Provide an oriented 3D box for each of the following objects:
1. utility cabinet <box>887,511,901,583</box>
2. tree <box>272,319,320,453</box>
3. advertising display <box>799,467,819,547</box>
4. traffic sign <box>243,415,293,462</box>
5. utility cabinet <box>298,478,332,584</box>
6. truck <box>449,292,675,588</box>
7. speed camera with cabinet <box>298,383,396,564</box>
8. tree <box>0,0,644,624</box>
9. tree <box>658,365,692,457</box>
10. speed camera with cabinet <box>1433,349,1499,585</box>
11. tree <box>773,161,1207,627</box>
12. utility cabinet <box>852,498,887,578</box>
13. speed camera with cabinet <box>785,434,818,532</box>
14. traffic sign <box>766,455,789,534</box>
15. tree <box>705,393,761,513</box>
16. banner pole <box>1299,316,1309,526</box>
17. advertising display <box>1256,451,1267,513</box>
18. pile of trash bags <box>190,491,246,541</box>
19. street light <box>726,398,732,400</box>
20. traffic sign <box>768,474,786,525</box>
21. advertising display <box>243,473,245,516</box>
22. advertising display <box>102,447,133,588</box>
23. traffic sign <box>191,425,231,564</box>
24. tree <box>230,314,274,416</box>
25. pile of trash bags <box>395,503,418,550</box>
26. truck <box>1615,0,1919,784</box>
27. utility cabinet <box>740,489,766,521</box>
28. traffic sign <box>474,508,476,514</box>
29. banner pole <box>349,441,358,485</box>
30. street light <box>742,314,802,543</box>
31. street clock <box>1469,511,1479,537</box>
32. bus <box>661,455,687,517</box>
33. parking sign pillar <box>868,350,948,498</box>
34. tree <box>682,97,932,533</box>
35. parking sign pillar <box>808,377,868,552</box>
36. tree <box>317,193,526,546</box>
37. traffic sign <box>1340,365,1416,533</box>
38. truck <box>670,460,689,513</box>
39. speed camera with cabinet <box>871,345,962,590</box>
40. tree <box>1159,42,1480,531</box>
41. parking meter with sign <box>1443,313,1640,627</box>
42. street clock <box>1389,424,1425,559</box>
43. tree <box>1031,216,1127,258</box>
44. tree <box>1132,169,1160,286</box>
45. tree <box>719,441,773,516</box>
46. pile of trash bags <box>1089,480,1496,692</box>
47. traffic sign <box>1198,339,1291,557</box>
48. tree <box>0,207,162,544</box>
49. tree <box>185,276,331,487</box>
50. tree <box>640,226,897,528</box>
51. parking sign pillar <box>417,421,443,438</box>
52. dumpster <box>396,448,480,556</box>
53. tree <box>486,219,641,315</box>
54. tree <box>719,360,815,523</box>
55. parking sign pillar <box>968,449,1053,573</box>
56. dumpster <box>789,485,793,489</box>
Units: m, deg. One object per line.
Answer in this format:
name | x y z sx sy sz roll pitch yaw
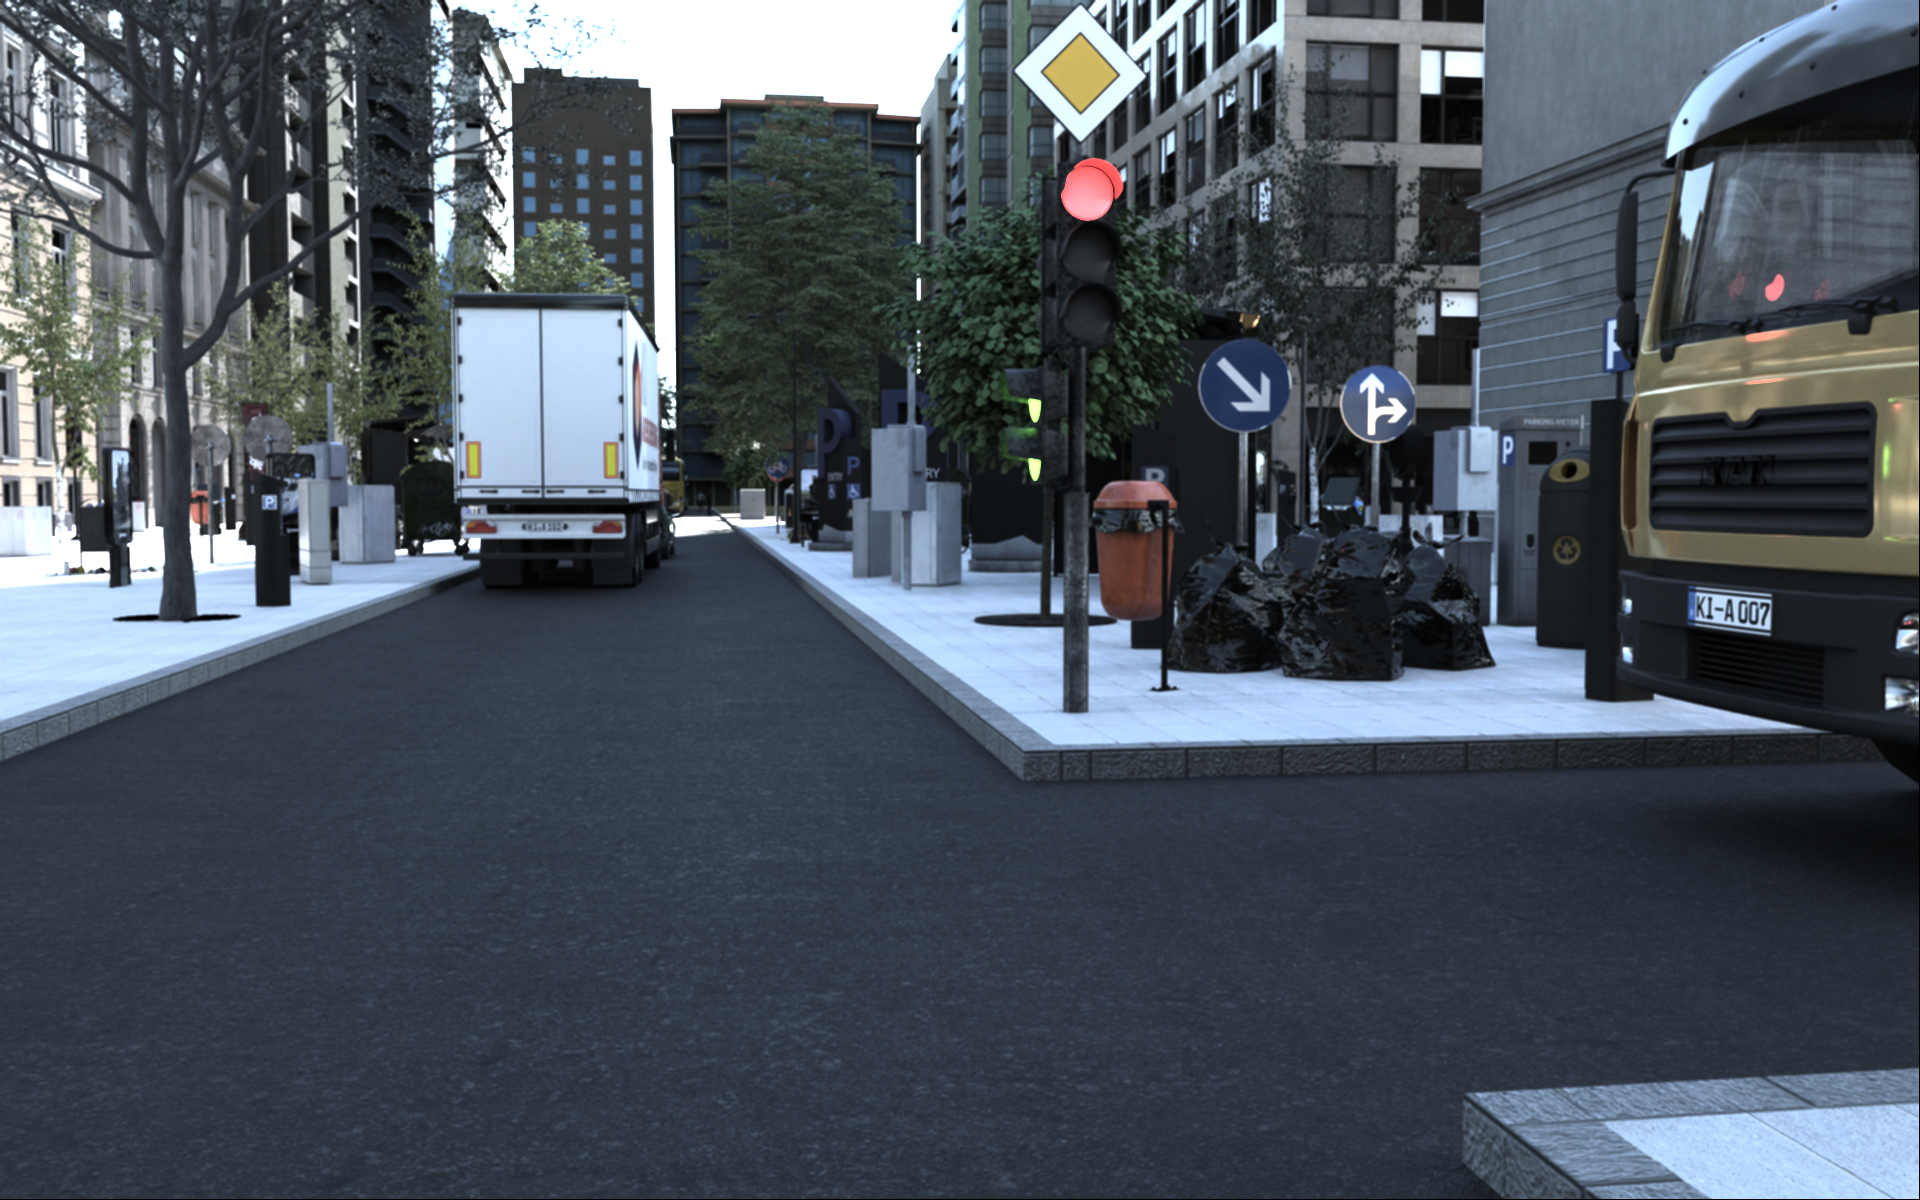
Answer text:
utility cabinet | -0.524 -0.870 25.380 1.020 1.237 0.306 -3 4 -37
tree | -23.238 -7.101 66.456 4.737 8.622 4.395 0 3 0
advertising display | -3.379 -2.229 41.663 0.974 1.923 0.123 1 4 10
traffic sign | -11.123 -1.698 27.874 0.768 2.556 0.104 0 4 -8
utility cabinet | -9.276 -0.993 24.922 0.318 1.500 1.173 -2 4 -27
truck | -6.528 -2.501 29.805 2.839 4.237 11.283 0 4 -7
speed camera with cabinet | -11.163 -2.277 31.567 0.660 3.252 2.038 1 4 18
tree | -7.855 -6.543 17.346 12.009 13.543 11.850 0 3 0
tree | -27.512 -14.684 146.745 9.857 13.997 8.962 0 3 0
speed camera with cabinet | 7.593 -1.822 24.134 2.038 3.252 0.660 -1 4 -23
tree | 0.785 -2.051 17.241 4.285 4.588 4.351 0 3 0
utility cabinet | -1.342 -0.969 27.002 0.306 1.237 1.020 1 4 22
speed camera with cabinet | -5.225 -3.883 57.824 0.660 3.252 2.038 -2 4 -28
traffic sign | -5.888 -3.414 55.919 0.768 2.556 0.104 0 4 -7
tree | -15.228 -10.211 117.314 4.360 8.622 3.978 0 3 0
banner pole | 4.885 -2.120 24.682 0.401 3.779 0.863 1 4 11
advertising display | 4.147 -1.256 25.745 0.974 1.923 0.123 -2 4 -32
pile of trash bags | -19.719 -2.367 48.456 3.447 1.369 1.912 -2 4 -28
street light | -10.870 -6.804 83.789 1.470 5.913 1.316 -1 4 -9
traffic sign | -7.555 -4.371 71.564 0.768 2.556 0.104 0 4 -1
advertising display | -20.714 -2.818 51.287 0.974 1.923 0.123 0 4 2
advertising display | -11.693 -1.153 24.068 0.123 1.923 0.974 -1 4 -11
traffic sign | -13.793 -1.942 31.853 0.768 2.556 0.104 0 4 -4
tree | -27.613 -7.390 71.181 4.737 8.622 4.395 0 3 0
pile of trash bags | -13.687 -1.813 39.392 1.912 1.369 3.447 0 4 3
truck | 7.115 -0.704 7.435 9.791 3.379 3.469 0 4 -7
utility cabinet | -9.853 -4.502 82.281 1.173 1.500 0.318 0 4 3
traffic sign | -13.703 -2.917 48.885 0.795 2.450 0.064 0 4 -8
banner pole | -28.470 -5.578 81.224 0.863 3.779 0.401 3 4 39
street light | -4.822 -4.426 44.913 1.470 5.913 1.316 -1 4 -9
street clock | 10.229 -1.828 34.460 0.471 2.002 0.358 2 4 26
bus | -18.681 -7.187 109.046 2.896 3.916 12.252 -1 4 -8
parking sign pillar | -0.874 -2.683 32.346 1.447 3.967 1.447 0 4 3
tree | -4.246 -8.080 50.227 7.486 12.596 7.792 0 3 0
parking sign pillar | -2.729 -3.104 39.230 1.447 3.967 1.447 -2 4 -33
tree | -12.512 -5.668 43.036 4.737 8.622 4.395 0 3 0
traffic sign | 4.115 -1.044 17.173 0.768 2.556 0.104 0 4 -6
truck | -21.819 -8.526 129.163 2.967 4.110 18.799 -1 4 -8
speed camera with cabinet | -0.585 -1.805 23.854 0.660 3.252 2.038 1 4 20
tree | 6.045 -4.792 28.716 4.360 8.622 3.978 0 3 0
parking meter with sign | 5.639 -1.262 16.902 1.738 3.016 0.543 0 4 -7
street clock | 4.639 -0.823 18.030 0.358 2.002 0.471 0 4 -4
tree | 2.739 -5.771 44.714 4.737 8.622 4.395 0 3 0
tree | 5.547 -5.275 36.608 4.360 8.622 3.978 0 3 0
tree | -12.062 -7.295 102.994 4.285 4.588 4.351 0 3 0
pile of trash bags | 2.231 -0.162 12.402 3.447 1.369 1.912 -3 5 -42
traffic sign | 2.338 -0.870 14.327 0.768 2.556 0.104 0 4 -2
tree | -22.658 -5.722 43.923 4.737 8.622 4.395 0 3 0
tree | -23.205 -6.557 57.573 4.360 8.622 3.978 0 3 0
tree | -6.024 -8.553 65.589 9.928 11.665 9.643 0 3 0
parking sign pillar | -19.623 -4.600 63.688 1.447 3.967 1.447 -1 4 -10
dumpster | -10.959 -2.075 36.426 1.502 2.255 1.985 -1 4 -9
tree | -16.883 -9.426 72.247 7.486 12.596 7.792 0 3 0
tree | -8.407 -7.757 77.196 4.737 8.622 4.395 0 3 0
parking sign pillar | 0.862 -2.471 28.870 1.447 3.967 1.447 1 4 22
dumpster | -7.541 -4.692 82.474 1.264 1.857 1.865 -1 4 -9
